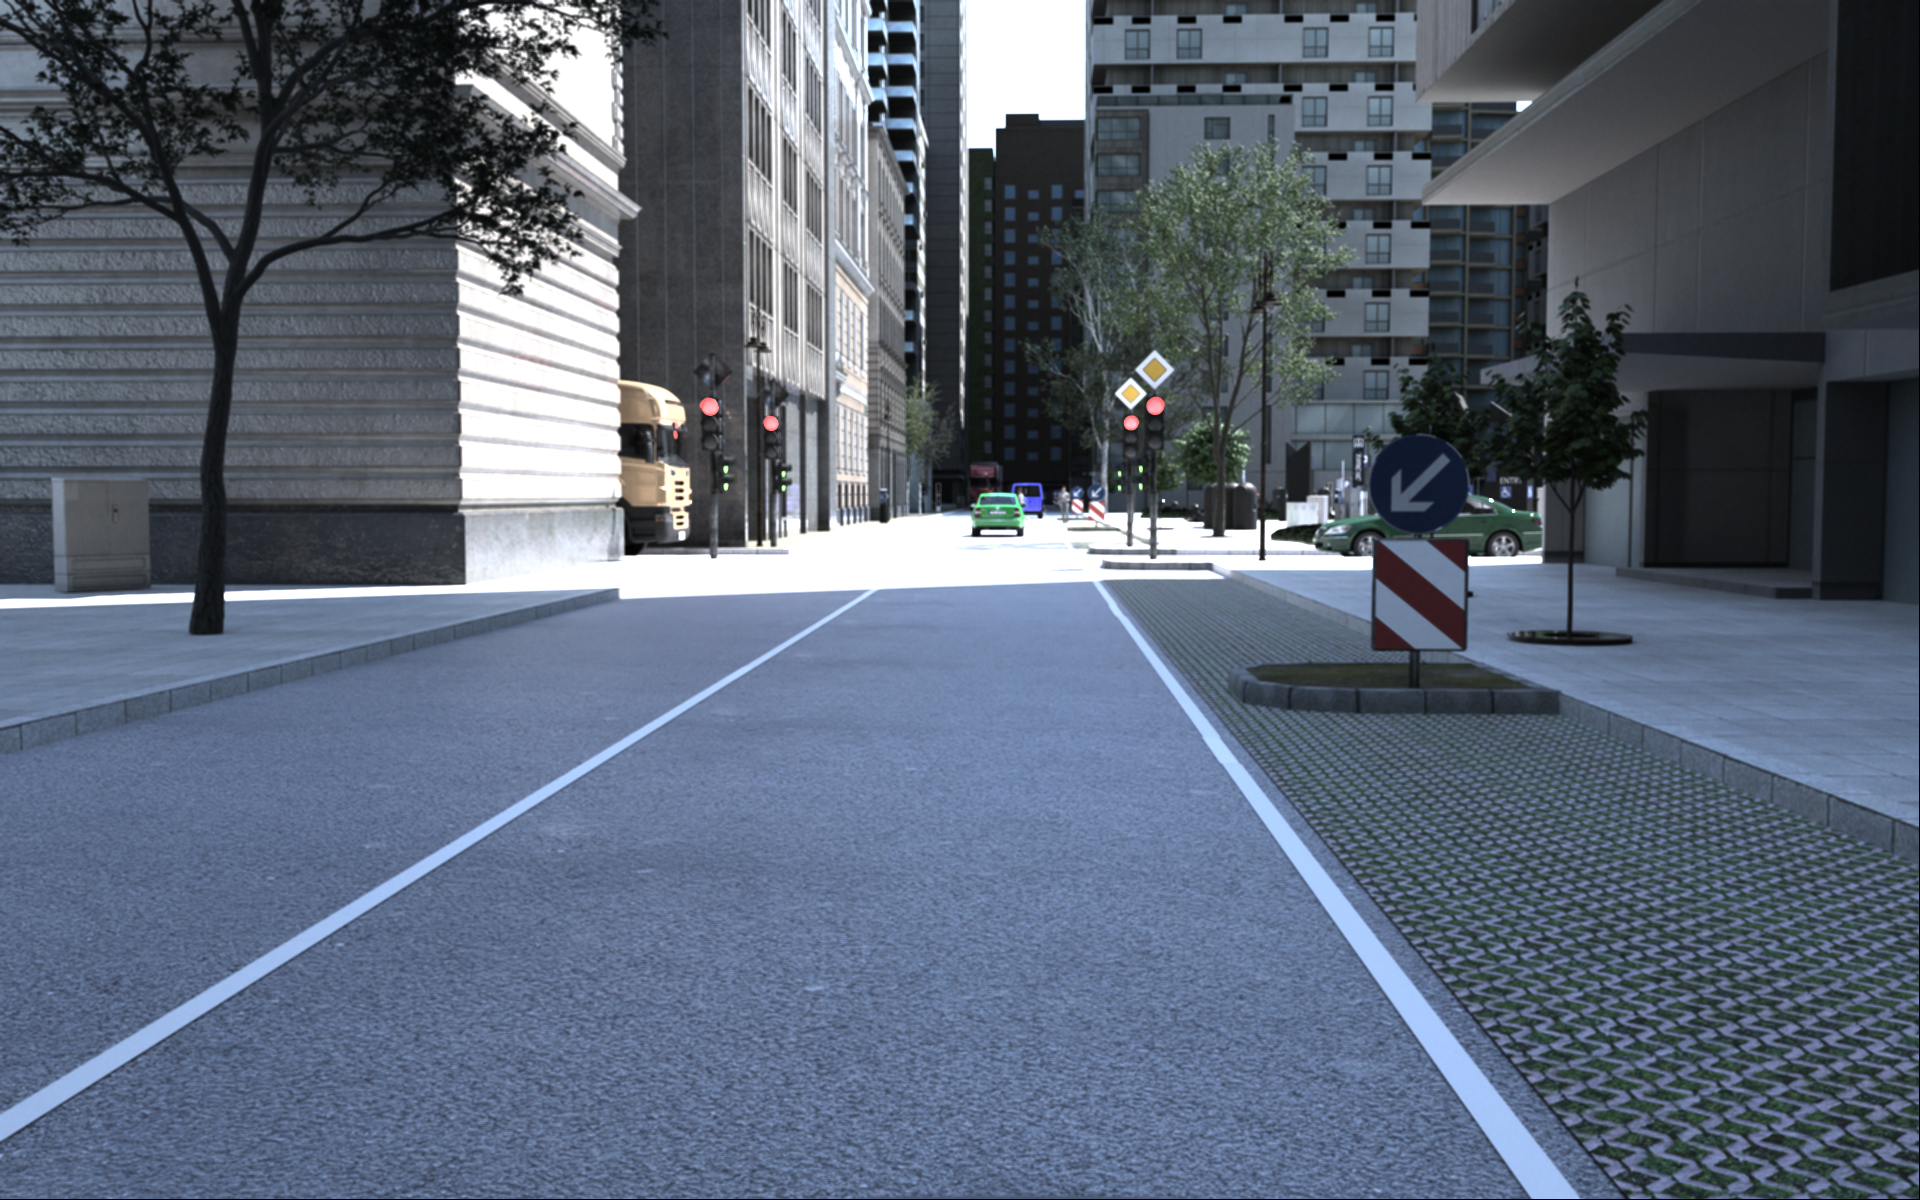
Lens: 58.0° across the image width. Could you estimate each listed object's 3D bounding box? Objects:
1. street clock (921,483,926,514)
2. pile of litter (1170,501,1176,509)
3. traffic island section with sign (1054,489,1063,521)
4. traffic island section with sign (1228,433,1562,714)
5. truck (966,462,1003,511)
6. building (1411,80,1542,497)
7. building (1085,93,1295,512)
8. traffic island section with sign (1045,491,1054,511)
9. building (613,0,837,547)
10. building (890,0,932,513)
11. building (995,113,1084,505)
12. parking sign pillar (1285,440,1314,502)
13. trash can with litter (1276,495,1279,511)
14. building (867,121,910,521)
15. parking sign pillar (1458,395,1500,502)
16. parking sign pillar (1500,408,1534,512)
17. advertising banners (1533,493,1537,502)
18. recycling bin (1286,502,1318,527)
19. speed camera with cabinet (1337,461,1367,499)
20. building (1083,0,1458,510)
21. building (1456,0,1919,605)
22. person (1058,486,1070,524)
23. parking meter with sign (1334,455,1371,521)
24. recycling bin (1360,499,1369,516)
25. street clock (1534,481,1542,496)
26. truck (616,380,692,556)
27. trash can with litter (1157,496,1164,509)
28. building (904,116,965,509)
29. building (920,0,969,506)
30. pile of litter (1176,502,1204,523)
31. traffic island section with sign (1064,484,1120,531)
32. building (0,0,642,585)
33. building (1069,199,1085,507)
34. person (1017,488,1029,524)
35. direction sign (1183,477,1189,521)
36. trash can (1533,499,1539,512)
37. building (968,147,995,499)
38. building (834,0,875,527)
[{"bbox_3d":[-2.476,-6.702,114.145,0.471,2.002,0.358,-3,5,-45],"label":"street clock"},{"bbox_3d":[13.230,-5.647,106.298,1.719,0.858,1.176,3,4,37],"label":"pile of litter"},{"bbox_3d":[6.230,-5.214,93.875,1.989,1.847,2.006,0,4,2],"label":"traffic island section with sign"},{"bbox_3d":[2.939,-0.216,12.160,1.989,1.847,2.006,0,4,2],"label":"traffic island section with sign"},{"bbox_3d":[2.295,-10.077,153.668,2.839,4.237,11.283,0,4,4],"label":"truck"},{"bbox_3d":[43.555,-32.112,179.662,28.867,44.769,22.147,0,4,2],"label":"building"},{"bbox_3d":[16.879,-21.848,128.919,14.160,30.474,14.107,0,4,2],"label":"building"},{"bbox_3d":[8.232,-8.250,143.522,1.989,1.847,2.006,0,4,2],"label":"traffic island section with sign"},{"bbox_3d":[-10.795,-14.271,51.348,12.078,24.808,19.932,0,4,2],"label":"building"},{"bbox_3d":[-13.010,-50.069,131.301,22.319,86.520,31.000,0,4,2],"label":"building"},{"bbox_3d":[11.406,-34.048,206.796,14.200,45.320,14.600,0,4,2],"label":"building"},{"bbox_3d":[17.760,-6.283,91.203,1.447,3.967,1.447,-2,4,-33],"label":"parking sign pillar"},{"bbox_3d":[18.004,-5.294,97.620,1.678,1.210,2.233,0,4,6],"label":"trash can with litter"},{"bbox_3d":[-8.105,-14.788,90.930,9.793,20.994,18.267,0,4,2],"label":"building"},{"bbox_3d":[12.932,-3.451,44.898,1.447,3.967,1.447,0,4,-2],"label":"parking sign pillar"},{"bbox_3d":[15.889,-3.770,50.116,1.447,3.967,1.447,3,5,42],"label":"parking sign pillar"},{"bbox_3d":[34.316,-6.403,100.874,2.074,3.025,0.090,-1,4,-15],"label":"advertising banners"},{"bbox_3d":[10.631,-2.527,53.871,0.722,1.027,0.722,-2,4,-24],"label":"recycling bin"},{"bbox_3d":[23.350,-6.617,102.524,2.038,3.252,0.660,1,4,12],"label":"speed camera with cabinet"},{"bbox_3d":[24.469,-34.219,148.712,28.713,52.752,27.495,0,4,2],"label":"building"},{"bbox_3d":[21.442,-26.231,18.118,28.713,52.752,27.495,0,4,2],"label":"building"},{"bbox_3d":[4.998,-4.562,83.294,0.606,1.804,0.583,1,4,10],"label":"person"},{"bbox_3d":[17.311,-4.910,76.540,1.738,3.016,0.543,-2,4,-33],"label":"parking meter with sign"},{"bbox_3d":[23.004,-5.154,96.817,0.722,1.027,0.722,-1,4,-17],"label":"recycling bin"},{"bbox_3d":[23.469,-4.017,70.251,0.358,2.002,0.471,2,4,34],"label":"street clock"},{"bbox_3d":[-10.955,-2.984,37.702,11.283,4.237,2.839,0,4,4],"label":"truck"},{"bbox_3d":[11.630,-5.422,100.033,0.624,1.170,1.055,-1,4,-14],"label":"trash can with litter"},{"bbox_3d":[-15.881,-28.649,160.298,32.217,40.220,23.993,0,4,2],"label":"building"},{"bbox_3d":[-9.722,-45.484,181.918,20.611,71.187,20.563,0,4,2],"label":"building"},{"bbox_3d":[10.845,-3.938,78.353,1.176,0.858,1.719,-2,4,-25],"label":"pile of litter"},{"bbox_3d":[5.144,-3.567,66.942,1.989,1.847,2.006,0,4,2],"label":"traffic island section with sign"},{"bbox_3d":[-15.980,-12.225,28.750,19.941,23.489,11.050,0,4,2],"label":"building"},{"bbox_3d":[17.842,-24.434,171.193,14.160,30.474,14.107,0,4,2],"label":"building"},{"bbox_3d":[2.836,-4.363,80.592,0.760,1.731,0.466,0,4,-5],"label":"person"},{"bbox_3d":[11.016,-5.620,83.889,0.379,3.537,0.876,1,4,11],"label":"direction sign"},{"bbox_3d":[18.015,-2.651,55.001,0.748,1.137,0.748,0,3,0],"label":"trash can"},{"bbox_3d":[-2.728,-32.039,207.430,14.086,41.232,14.154,0,4,2],"label":"building"},{"bbox_3d":[-10.840,-17.451,71.234,13.634,28.700,20.117,0,4,2],"label":"building"}]
